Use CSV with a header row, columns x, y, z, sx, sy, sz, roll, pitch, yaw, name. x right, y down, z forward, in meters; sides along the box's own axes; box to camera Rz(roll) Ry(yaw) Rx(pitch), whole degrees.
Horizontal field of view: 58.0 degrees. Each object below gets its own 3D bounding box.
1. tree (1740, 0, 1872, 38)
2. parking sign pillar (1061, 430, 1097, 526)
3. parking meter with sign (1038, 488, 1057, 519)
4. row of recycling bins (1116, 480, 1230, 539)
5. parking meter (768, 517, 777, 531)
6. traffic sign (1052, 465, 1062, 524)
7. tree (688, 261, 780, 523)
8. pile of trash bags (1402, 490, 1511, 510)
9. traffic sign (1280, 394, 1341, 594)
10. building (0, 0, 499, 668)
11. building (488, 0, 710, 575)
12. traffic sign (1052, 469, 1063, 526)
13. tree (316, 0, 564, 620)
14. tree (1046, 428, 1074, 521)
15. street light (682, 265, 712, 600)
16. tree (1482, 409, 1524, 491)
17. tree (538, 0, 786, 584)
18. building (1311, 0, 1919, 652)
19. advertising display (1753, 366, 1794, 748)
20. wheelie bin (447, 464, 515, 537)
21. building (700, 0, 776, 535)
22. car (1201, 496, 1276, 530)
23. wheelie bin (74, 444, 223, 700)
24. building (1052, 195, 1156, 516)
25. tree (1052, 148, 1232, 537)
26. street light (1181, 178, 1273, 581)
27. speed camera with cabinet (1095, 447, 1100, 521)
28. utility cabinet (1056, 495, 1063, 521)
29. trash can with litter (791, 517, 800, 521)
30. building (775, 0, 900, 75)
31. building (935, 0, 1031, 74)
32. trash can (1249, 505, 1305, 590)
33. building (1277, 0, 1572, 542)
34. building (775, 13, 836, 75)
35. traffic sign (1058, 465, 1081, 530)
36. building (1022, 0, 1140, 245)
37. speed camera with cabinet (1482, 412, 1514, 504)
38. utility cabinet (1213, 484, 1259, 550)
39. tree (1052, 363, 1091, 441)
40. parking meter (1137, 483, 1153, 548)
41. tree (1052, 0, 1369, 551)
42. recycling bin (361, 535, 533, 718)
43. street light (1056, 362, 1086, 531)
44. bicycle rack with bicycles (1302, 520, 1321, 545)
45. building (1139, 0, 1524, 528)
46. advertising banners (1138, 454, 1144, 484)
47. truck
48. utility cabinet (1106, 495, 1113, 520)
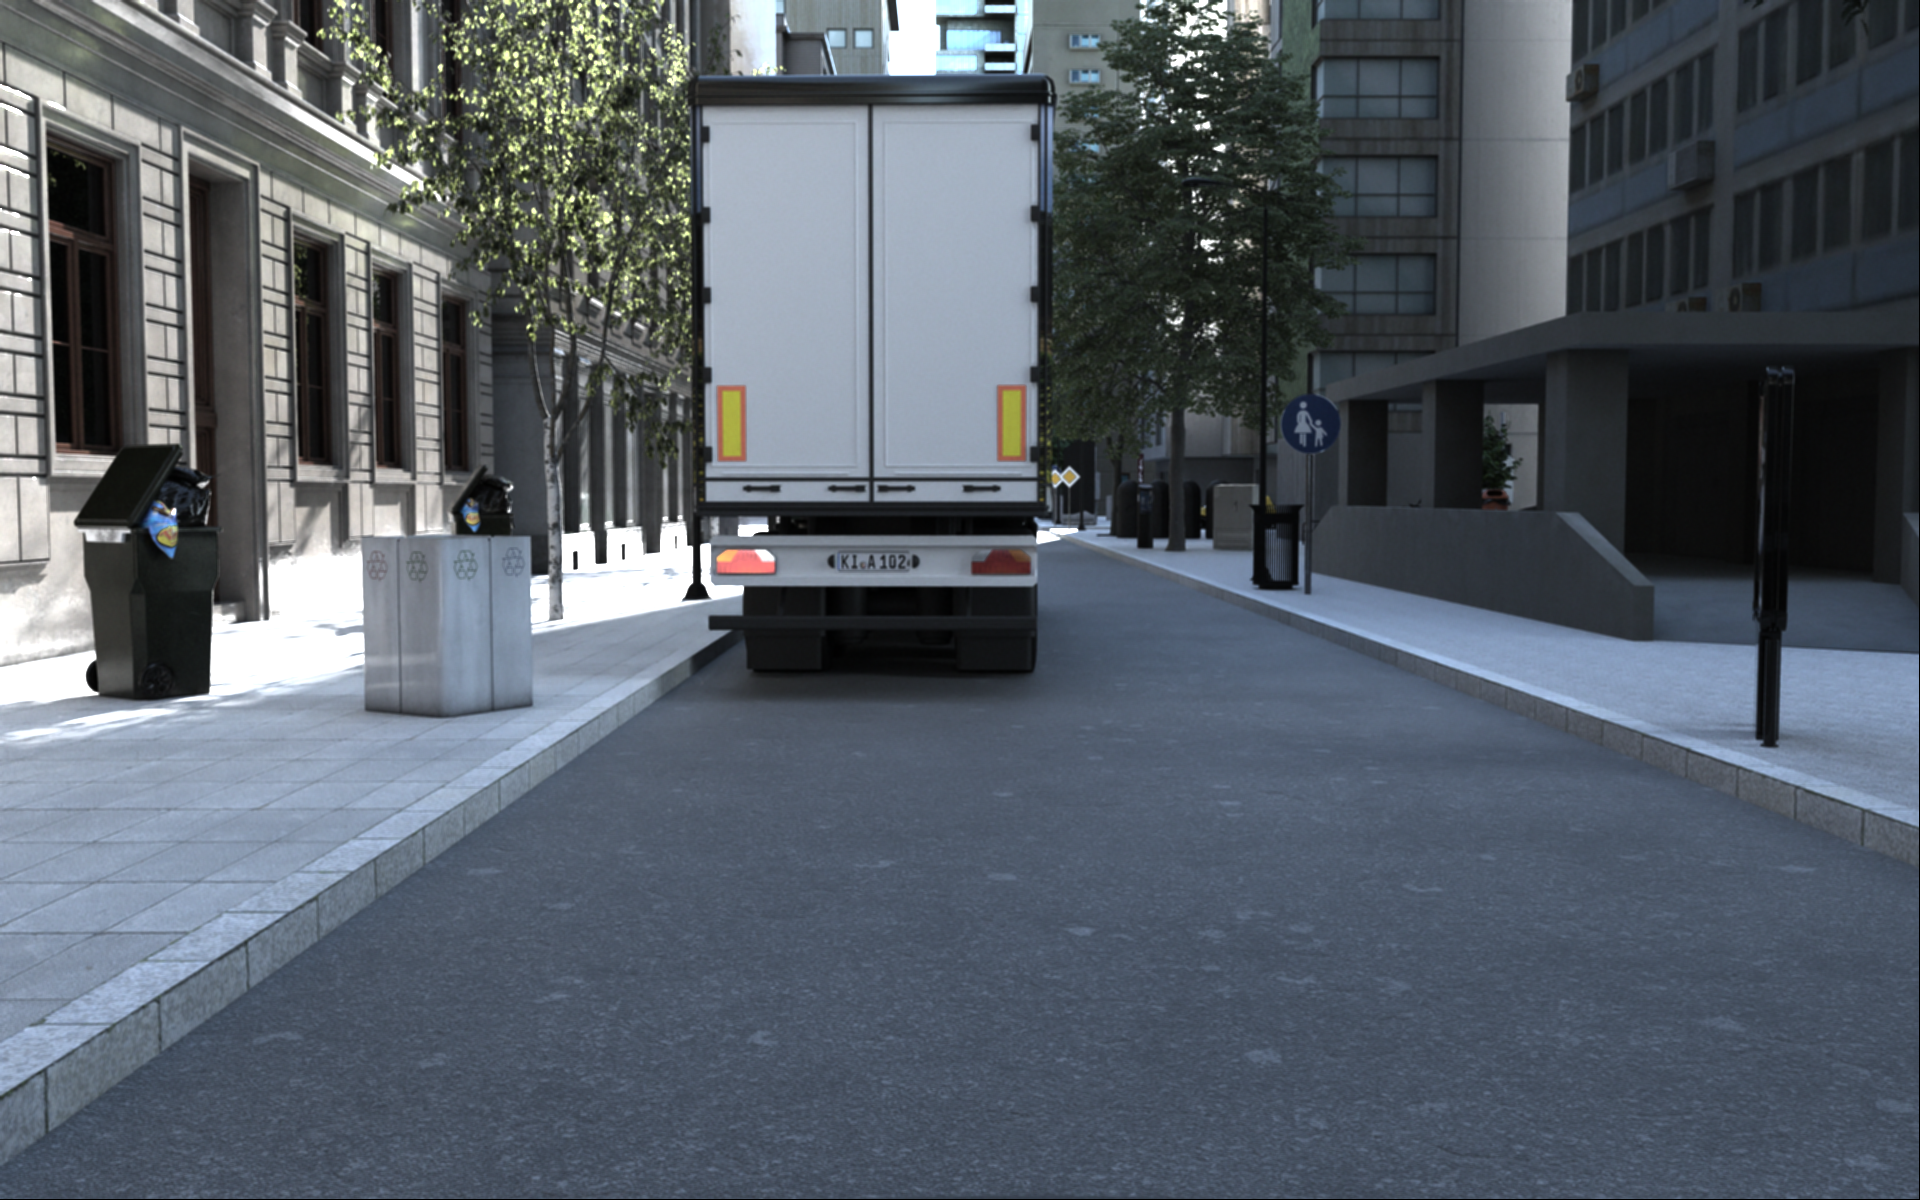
x,y,z,sx,sy,sz,roll,pitch,yaw,name
4.805,-4.302,4.745,8.767,10.594,7.601,0,4,5,tree
4.867,-5.036,70.810,1.447,3.967,1.447,0,4,5,parking sign pillar
4.754,-5.662,88.829,1.738,3.016,0.543,3,5,42,parking meter with sign
6.223,-2.642,50.314,3.534,1.692,1.069,2,4,24,row of recycling bins
-4.656,-2.153,43.608,0.372,1.533,0.369,0,3,0,parking meter
4.059,-4.606,75.409,0.768,2.556,0.104,1,4,9,traffic sign
-3.779,-5.257,36.309,4.737,8.622,4.395,0,3,0,tree
9.586,-1.596,35.852,3.447,1.369,1.912,1,4,17,pile of trash bags
4.456,-1.346,22.111,0.768,2.556,0.104,0,4,2,traffic sign
-12.061,-11.000,16.006,11.583,22.565,21.152,0,4,0,building
-11.170,-11.417,35.814,9.793,20.994,18.267,0,4,0,building
3.782,-3.993,68.923,0.795,2.450,0.064,0,4,0,traffic sign
-4.081,-4.086,17.162,4.360,8.622,3.978,0,3,0,tree
4.711,-6.155,84.356,4.285,4.588,4.351,0,3,0,tree
-2.669,-2.962,20.965,1.470,5.913,1.316,0,4,0,street light
11.991,-2.715,38.994,1.663,3.219,1.824,0,3,0,tree
-3.951,-4.711,27.391,4.360,8.622,3.978,0,3,0,tree
21.923,-20.125,20.932,32.217,40.220,23.993,0,4,0,building
4.275,-0.240,9.133,0.123,1.923,0.974,1,4,22,advertising display
-5.166,-0.662,18.726,0.693,1.594,0.980,-1,4,-21,wheelie bin
-15.695,-16.271,51.934,20.117,28.700,13.634,0,4,0,building
10.250,-3.409,65.964,3.980,1.641,2.015,0,4,0,car
-5.173,-0.194,11.079,0.980,1.594,0.693,2,4,34,wheelie bin
20.461,-16.493,114.706,27.650,21.520,28.899,0,4,0,building
4.686,-7.750,52.461,9.928,11.665,9.643,0,3,0,tree
3.951,-3.246,25.611,1.470,5.913,1.316,0,4,0,street light
5.215,-4.806,72.909,0.660,3.252,2.038,-1,4,-20,speed camera with cabinet
4.571,-4.135,78.772,0.306,1.237,1.020,-1,4,-9,utility cabinet
-4.624,-2.083,45.443,1.055,1.170,0.624,-1,4,-13,trash can with litter
-20.552,-35.600,171.296,28.713,52.752,27.495,0,4,0,building
8.269,-56.638,238.700,31.000,86.520,22.319,0,4,0,building
4.267,-0.718,23.385,0.748,1.137,0.748,0,3,0,trash can
16.256,-22.479,51.127,14.154,41.232,14.086,0,4,0,building
-12.797,-16.285,85.323,14.314,24.678,30.058,0,4,0,building
3.846,-3.504,60.938,0.795,2.450,0.064,0,4,0,traffic sign
16.856,-32.925,162.031,21.300,48.544,21.600,0,4,0,building
12.649,-2.942,42.437,0.660,3.252,2.038,-2,4,-23,speed camera with cabinet
6.317,-1.892,39.608,0.318,1.500,1.173,-3,4,-39,utility cabinet
5.224,-8.806,94.345,4.737,8.622,4.395,0,3,0,tree
4.398,-1.999,41.087,0.372,1.533,0.369,0,3,0,parking meter
5.295,-7.368,38.598,7.486,12.596,7.792,0,3,0,tree
-3.061,0.134,10.358,0.722,1.027,0.722,2,4,32,recycling bin
3.744,-5.403,60.887,1.470,5.913,1.316,0,4,0,street light
9.833,-1.804,42.884,2.925,0.926,2.852,0,4,-6,bicycle rack with bicycles
15.658,-24.079,77.291,14.086,41.232,14.154,0,4,0,building
8.122,-4.786,74.440,0.090,3.025,2.074,-1,4,-22,advertising banners
-0.449,-1.731,17.216,2.839,4.237,11.283,0,4,2,truck
7.413,-4.505,84.813,0.306,1.237,1.020,1,4,20,utility cabinet
